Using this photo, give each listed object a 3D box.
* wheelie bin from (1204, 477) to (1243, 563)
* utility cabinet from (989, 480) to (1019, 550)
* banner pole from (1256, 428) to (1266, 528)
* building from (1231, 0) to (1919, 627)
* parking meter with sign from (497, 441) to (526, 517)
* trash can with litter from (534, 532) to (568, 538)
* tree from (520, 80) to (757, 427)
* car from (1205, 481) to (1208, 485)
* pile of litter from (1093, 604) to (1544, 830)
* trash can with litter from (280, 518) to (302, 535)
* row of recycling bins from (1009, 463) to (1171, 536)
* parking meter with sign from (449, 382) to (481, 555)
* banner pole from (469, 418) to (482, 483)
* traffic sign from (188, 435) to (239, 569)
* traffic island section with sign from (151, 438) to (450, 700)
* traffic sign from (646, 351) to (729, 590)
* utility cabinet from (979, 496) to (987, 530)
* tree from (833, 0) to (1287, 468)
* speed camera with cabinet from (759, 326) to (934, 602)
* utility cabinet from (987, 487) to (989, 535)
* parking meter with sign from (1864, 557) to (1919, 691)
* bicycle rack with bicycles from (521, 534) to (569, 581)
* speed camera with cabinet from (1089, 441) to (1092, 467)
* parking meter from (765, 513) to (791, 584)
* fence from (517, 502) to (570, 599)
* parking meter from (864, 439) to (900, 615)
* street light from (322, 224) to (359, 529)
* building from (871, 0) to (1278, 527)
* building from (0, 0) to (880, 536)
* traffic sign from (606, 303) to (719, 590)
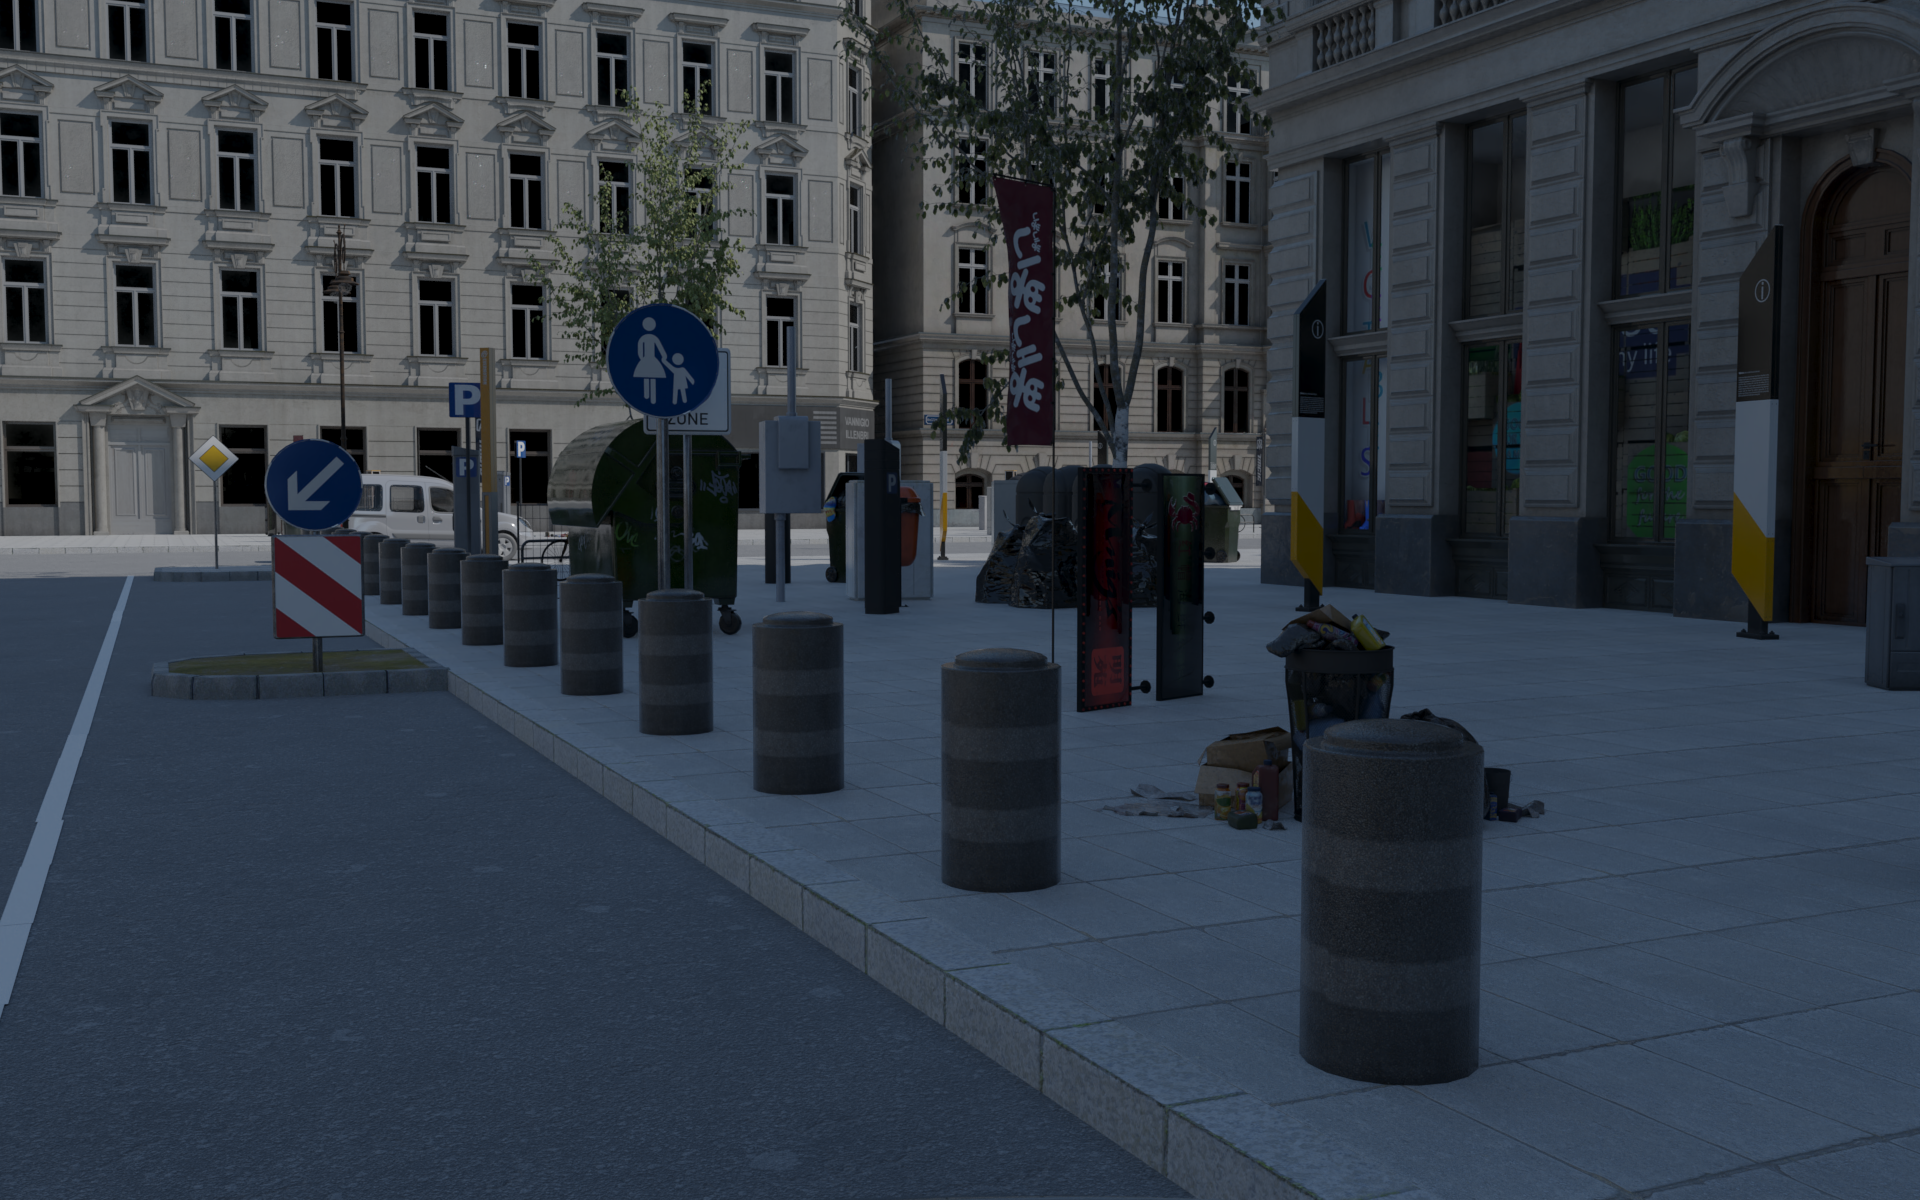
[{"bbox_3d":[4.856,-1.504,32.493,0.693,1.594,0.980,2,4,33],"label":"wheelie bin"},{"bbox_3d":[1.102,-1.162,27.683,1.173,1.500,0.318,0,4,-7],"label":"utility cabinet"},{"bbox_3d":[11.490,-4.649,66.031,0.401,3.779,0.863,-1,4,-22],"label":"banner pole"},{"bbox_3d":[12.534,-11.554,17.782,11.050,23.489,19.941,-2,4,-25],"label":"building"},{"bbox_3d":[-15.186,-3.713,56.967,1.738,3.016,0.543,1,4,16],"label":"parking meter with sign"},{"bbox_3d":[-11.728,-2.494,51.826,2.233,1.210,1.678,1,4,14],"label":"trash can with litter"},{"bbox_3d":[-5.446,-4.932,31.009,4.737,8.622,4.395,0,3,0],"label":"tree"},{"bbox_3d":[4.628,-2.198,44.609,5.304,1.827,2.281,-2,4,-27],"label":"car"},{"bbox_3d":[1.472,0.423,7.047,1.719,0.858,1.176,1,4,21],"label":"pile of litter"},{"bbox_3d":[-17.907,-2.163,46.756,0.624,1.170,1.055,1,4,21],"label":"trash can with litter"},{"bbox_3d":[1.868,-1.059,24.430,1.069,1.692,3.534,-2,4,-28],"label":"row of recycling bins"},{"bbox_3d":[-7.933,-1.936,27.921,0.543,3.016,1.738,-1,4,-16],"label":"parking meter with sign"},{"bbox_3d":[-13.203,-3.514,47.470,0.863,3.779,0.401,0,4,4],"label":"banner pole"},{"bbox_3d":[-12.748,-1.590,29.639,0.795,2.450,0.064,-2,4,-25],"label":"traffic sign"},{"bbox_3d":[-5.030,-0.272,13.068,1.989,1.847,2.006,-2,4,-25],"label":"traffic island section with sign"},{"bbox_3d":[-1.908,-0.613,12.147,0.606,2.300,0.079,-1,4,-16],"label":"traffic sign"},{"bbox_3d":[1.112,-3.093,61.727,0.306,1.237,1.020,3,5,42],"label":"utility cabinet"},{"bbox_3d":[1.228,-3.945,14.865,4.360,8.622,3.978,0,3,0],"label":"tree"},{"bbox_3d":[-1.373,-1.625,20.905,2.038,3.252,0.660,-1,4,-14],"label":"speed camera with cabinet"},{"bbox_3d":[1.438,-2.772,54.006,1.173,1.500,0.318,-1,4,-22],"label":"utility cabinet"},{"bbox_3d":[6.909,-0.918,11.278,1.738,3.016,0.543,0,4,3],"label":"parking meter with sign"},{"bbox_3d":[-4.938,-0.731,25.330,2.852,0.926,2.925,3,5,44],"label":"bicycle rack with bicycles"},{"bbox_3d":[5.587,-4.326,65.070,2.038,3.252,0.660,0,4,5],"label":"speed camera with cabinet"},{"bbox_3d":[-2.619,-1.007,24.872,0.372,1.533,0.369,0,3,0],"label":"parking meter"},{"bbox_3d":[-4.016,-0.537,19.991,2.264,1.192,0.480,-1,4,-12],"label":"fence"},{"bbox_3d":[-0.832,-0.788,18.588,0.255,1.863,0.399,2,4,27],"label":"parking meter"},{"bbox_3d":[-10.654,-3.493,29.892,0.468,5.910,1.993,-2,4,-25],"label":"street light"},{"bbox_3d":[11.769,-15.804,77.478,34.723,24.649,14.460,-2,4,-25],"label":"building"},{"bbox_3d":[-25.174,-17.469,62.033,44.131,29.872,17.030,-2,4,-25],"label":"building"},{"bbox_3d":[-1.999,-0.707,11.669,0.768,2.556,0.104,-1,4,-23],"label":"traffic sign"}]
